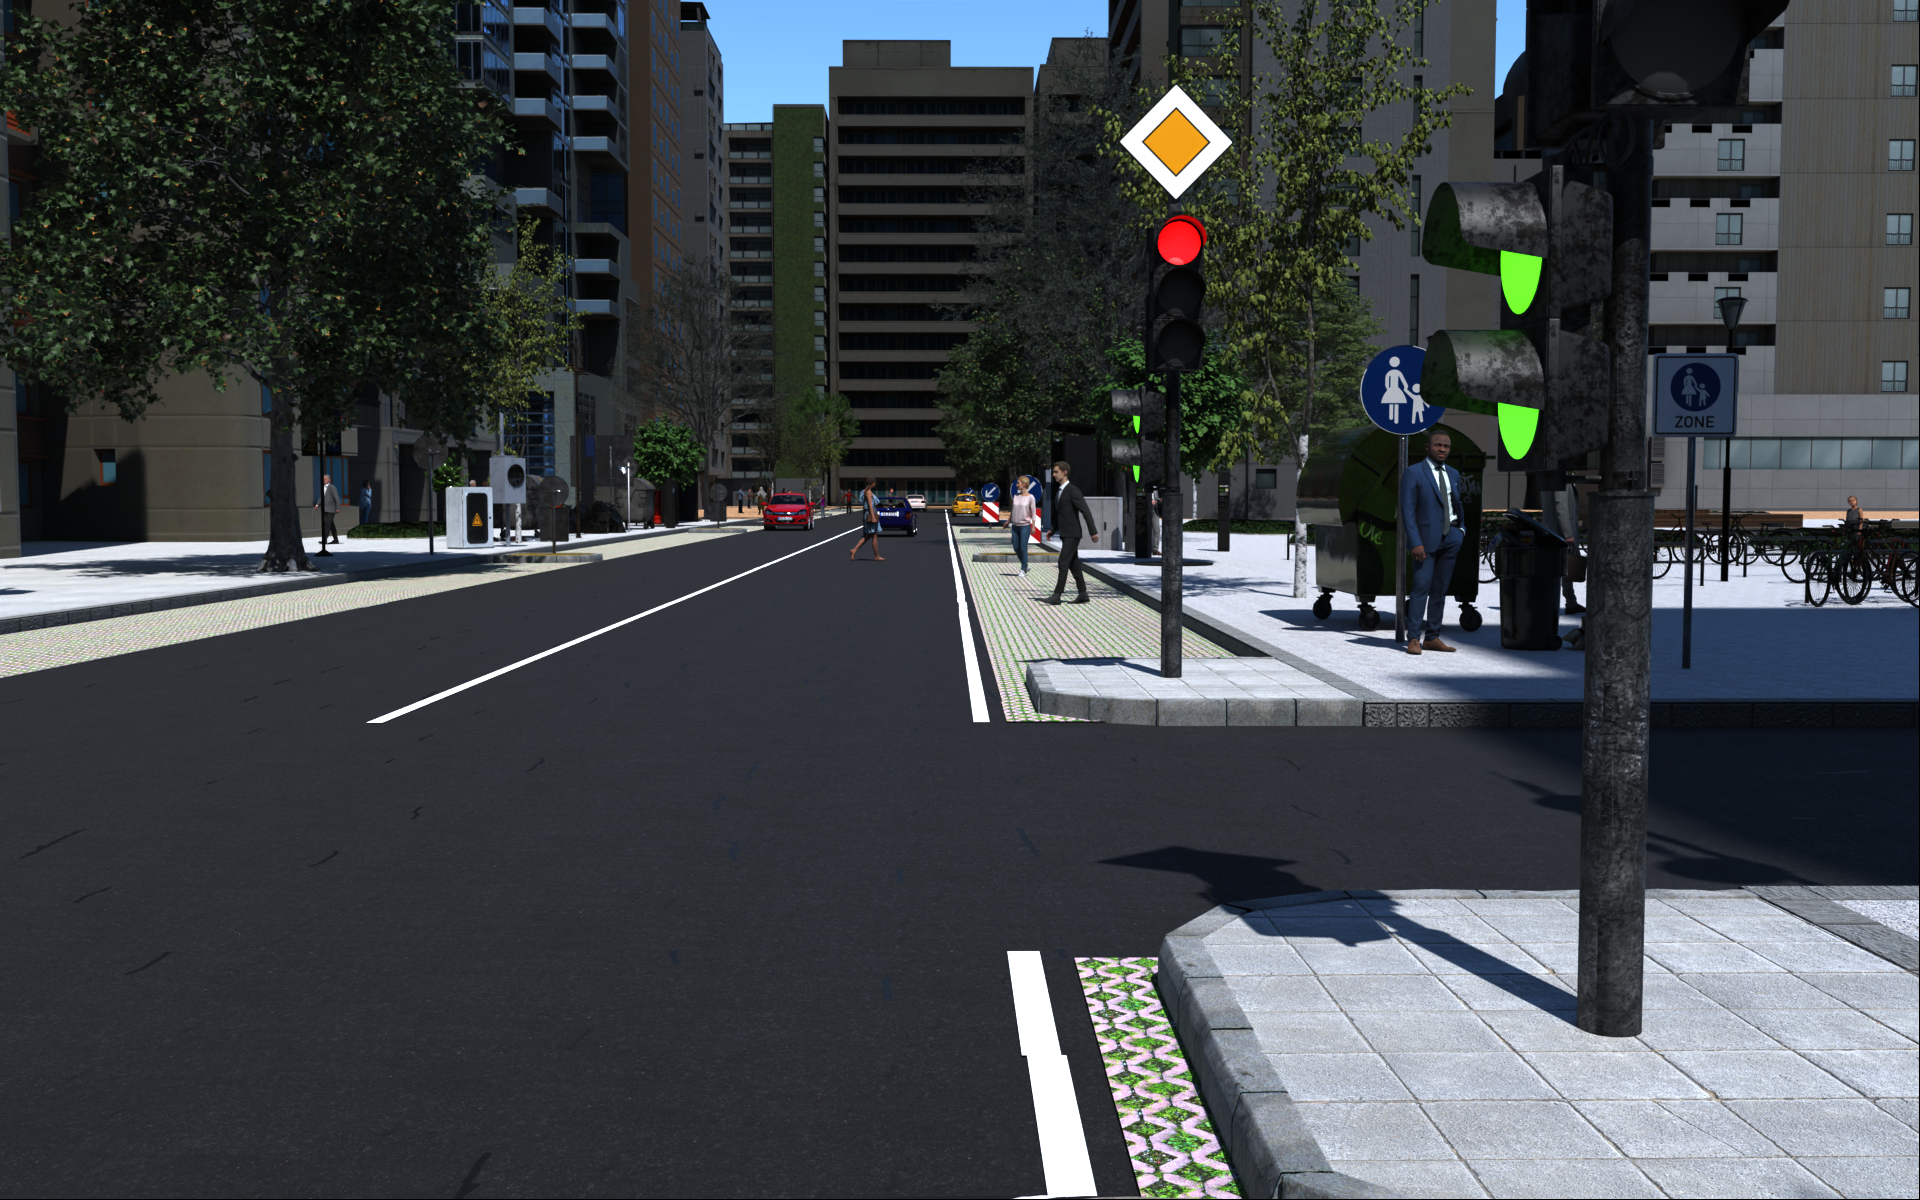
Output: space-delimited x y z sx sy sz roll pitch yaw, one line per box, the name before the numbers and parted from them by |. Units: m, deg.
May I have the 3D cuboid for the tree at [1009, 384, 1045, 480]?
tree | 3.681 -9.270 101.924 4.360 8.622 3.978 0 3 0

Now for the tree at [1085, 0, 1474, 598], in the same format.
tree | 3.995 -4.337 21.277 4.737 8.622 4.395 0 3 0

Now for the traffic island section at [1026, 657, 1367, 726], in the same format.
traffic island section | 1.502 0.620 12.145 2.009 0.180 2.903 0 4 -1

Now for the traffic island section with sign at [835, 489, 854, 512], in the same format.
traffic island section with sign | -9.671 -8.082 140.761 1.989 1.847 2.006 0 4 -1

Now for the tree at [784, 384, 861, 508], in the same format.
tree | -13.081 -14.590 164.298 9.928 11.665 9.643 0 3 0

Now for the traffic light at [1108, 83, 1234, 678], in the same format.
traffic light | 1.462 -1.413 12.030 0.839 4.253 0.868 0 4 -1

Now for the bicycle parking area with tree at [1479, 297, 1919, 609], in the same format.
bicycle parking area with tree | 12.016 -2.196 22.903 9.016 4.147 8.231 0 4 -8

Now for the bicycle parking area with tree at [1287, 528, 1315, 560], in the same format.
bicycle parking area with tree | 10.936 -2.778 32.428 8.231 4.147 9.016 -1 4 -15

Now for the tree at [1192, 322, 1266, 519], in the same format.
tree | 8.923 -6.988 64.624 4.360 8.622 3.978 0 3 0

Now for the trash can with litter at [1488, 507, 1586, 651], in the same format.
trash can with litter | 4.967 -0.183 14.381 1.055 1.170 0.624 0 4 3

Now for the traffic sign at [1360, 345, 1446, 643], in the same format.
traffic sign | 3.809 -0.906 14.911 0.768 2.556 0.104 0 4 2

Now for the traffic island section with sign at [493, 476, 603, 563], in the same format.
traffic island section with sign | -8.656 -1.715 36.661 1.989 1.847 2.006 0 4 -1

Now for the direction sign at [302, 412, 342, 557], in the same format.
direction sign | -13.100 -2.665 35.563 0.876 3.537 0.379 1 4 10

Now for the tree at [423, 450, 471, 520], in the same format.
tree | -19.096 -4.229 63.749 1.663 3.219 1.824 0 3 0

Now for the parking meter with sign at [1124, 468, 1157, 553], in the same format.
parking meter with sign | 4.027 -2.553 38.009 0.543 3.016 1.738 -1 4 -13

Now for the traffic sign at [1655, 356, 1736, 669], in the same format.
traffic sign | 5.343 -0.645 12.674 0.606 2.300 0.079 0 4 1

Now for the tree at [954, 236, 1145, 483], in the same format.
tree | 3.956 -9.703 75.652 9.611 12.733 9.660 0 3 0

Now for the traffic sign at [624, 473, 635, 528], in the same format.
traffic sign | -12.657 -4.000 65.509 0.768 2.556 0.104 1 4 8

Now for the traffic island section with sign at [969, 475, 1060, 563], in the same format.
traffic island section with sign | 1.266 -1.722 36.781 1.989 1.847 2.006 0 4 -1

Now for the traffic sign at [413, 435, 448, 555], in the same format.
traffic sign | -11.149 -2.224 36.469 0.768 2.556 0.104 0 4 5

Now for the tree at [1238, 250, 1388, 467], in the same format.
tree | 16.257 -9.933 80.527 7.486 12.596 7.792 0 3 0

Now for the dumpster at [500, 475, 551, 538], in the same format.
dumpster | -12.813 -2.770 51.041 1.264 1.857 1.865 0 4 0

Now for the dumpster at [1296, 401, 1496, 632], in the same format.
dumpster | 4.220 -0.880 16.887 1.502 2.255 1.985 0 4 -1

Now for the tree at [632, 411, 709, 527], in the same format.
tree | -11.623 -5.179 68.391 4.285 4.588 4.351 0 3 0

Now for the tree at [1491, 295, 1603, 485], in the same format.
tree | 17.430 -6.079 49.749 4.360 8.622 3.978 0 3 0

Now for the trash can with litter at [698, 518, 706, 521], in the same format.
trash can with litter | -12.786 -4.322 81.715 2.233 1.210 1.678 3 5 45

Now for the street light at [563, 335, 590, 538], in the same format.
street light | -11.165 -4.755 50.530 0.468 5.910 1.993 0 4 -1

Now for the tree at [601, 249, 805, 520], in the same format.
tree | -12.799 -10.795 86.863 12.009 13.543 11.850 0 3 0

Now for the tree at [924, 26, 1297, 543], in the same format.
tree | 4.237 -8.298 46.037 12.009 13.543 11.850 0 3 0

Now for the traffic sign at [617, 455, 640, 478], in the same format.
traffic sign | -11.147 -3.579 58.249 0.795 2.593 0.064 0 4 8

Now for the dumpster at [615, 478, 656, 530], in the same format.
dumpster | -11.847 -3.509 63.137 1.264 1.857 1.865 0 4 -1

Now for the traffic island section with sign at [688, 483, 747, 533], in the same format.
traffic island section with sign | -8.913 -3.382 63.917 1.989 1.847 2.006 0 4 -1

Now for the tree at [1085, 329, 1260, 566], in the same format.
tree | 3.888 -2.918 31.421 4.285 4.588 4.351 0 3 0

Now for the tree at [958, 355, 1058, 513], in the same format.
tree | 3.709 -11.932 120.844 9.928 11.665 9.643 0 3 0

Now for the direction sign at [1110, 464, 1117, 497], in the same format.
direction sign | 5.519 -4.248 61.450 0.379 3.537 0.876 -1 4 -22

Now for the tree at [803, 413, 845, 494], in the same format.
tree | -12.425 -12.634 156.925 4.737 8.622 4.395 0 3 0

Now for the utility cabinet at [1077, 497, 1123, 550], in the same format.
utility cabinet | 3.205 -1.747 39.732 1.020 1.237 0.306 2 4 27

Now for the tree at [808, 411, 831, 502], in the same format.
tree | -13.384 -12.303 151.508 4.360 8.622 3.978 0 3 0

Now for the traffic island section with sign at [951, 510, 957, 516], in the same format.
traffic island section with sign | 0.508 -6.466 114.347 1.989 1.847 2.006 0 4 -1

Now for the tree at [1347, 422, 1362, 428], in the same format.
tree | 16.672 -5.332 70.890 4.285 4.588 4.351 0 3 0

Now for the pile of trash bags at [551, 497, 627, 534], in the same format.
pile of trash bags | -12.318 -2.830 56.021 1.912 1.369 3.447 1 4 17

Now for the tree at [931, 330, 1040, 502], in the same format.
tree | 2.428 -13.753 131.511 9.857 13.997 8.962 0 3 0

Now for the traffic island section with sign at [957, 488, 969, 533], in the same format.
traffic island section with sign | 0.999 -3.378 63.865 1.989 1.847 2.006 0 4 -1

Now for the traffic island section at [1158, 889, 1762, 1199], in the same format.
traffic island section | 1.581 1.108 4.160 2.009 0.180 2.903 0 4 -1

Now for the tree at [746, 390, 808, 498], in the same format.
tree | -12.906 -10.314 118.991 4.360 8.622 3.978 0 3 0

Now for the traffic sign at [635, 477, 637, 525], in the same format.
traffic sign | -13.284 -4.344 71.033 0.884 2.594 0.081 0 4 5

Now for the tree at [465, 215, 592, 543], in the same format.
tree | -11.711 -5.771 44.724 4.737 8.622 4.395 0 3 0

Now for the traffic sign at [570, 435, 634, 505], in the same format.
traffic sign | -12.444 -4.056 60.187 2.265 3.308 0.079 0 4 6

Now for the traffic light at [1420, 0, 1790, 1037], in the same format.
traffic light | 1.541 -0.925 4.046 0.839 4.253 0.868 0 4 -1

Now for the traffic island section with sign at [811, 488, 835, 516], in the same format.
traffic island section with sign | -9.420 -6.433 113.807 1.989 1.847 2.006 0 4 -1

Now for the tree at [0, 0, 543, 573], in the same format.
tree | -11.288 -6.815 28.432 9.611 12.733 9.660 0 3 0

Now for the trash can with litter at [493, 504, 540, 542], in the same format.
trash can with litter | -12.431 -2.204 47.091 2.233 1.210 1.678 2 4 28
